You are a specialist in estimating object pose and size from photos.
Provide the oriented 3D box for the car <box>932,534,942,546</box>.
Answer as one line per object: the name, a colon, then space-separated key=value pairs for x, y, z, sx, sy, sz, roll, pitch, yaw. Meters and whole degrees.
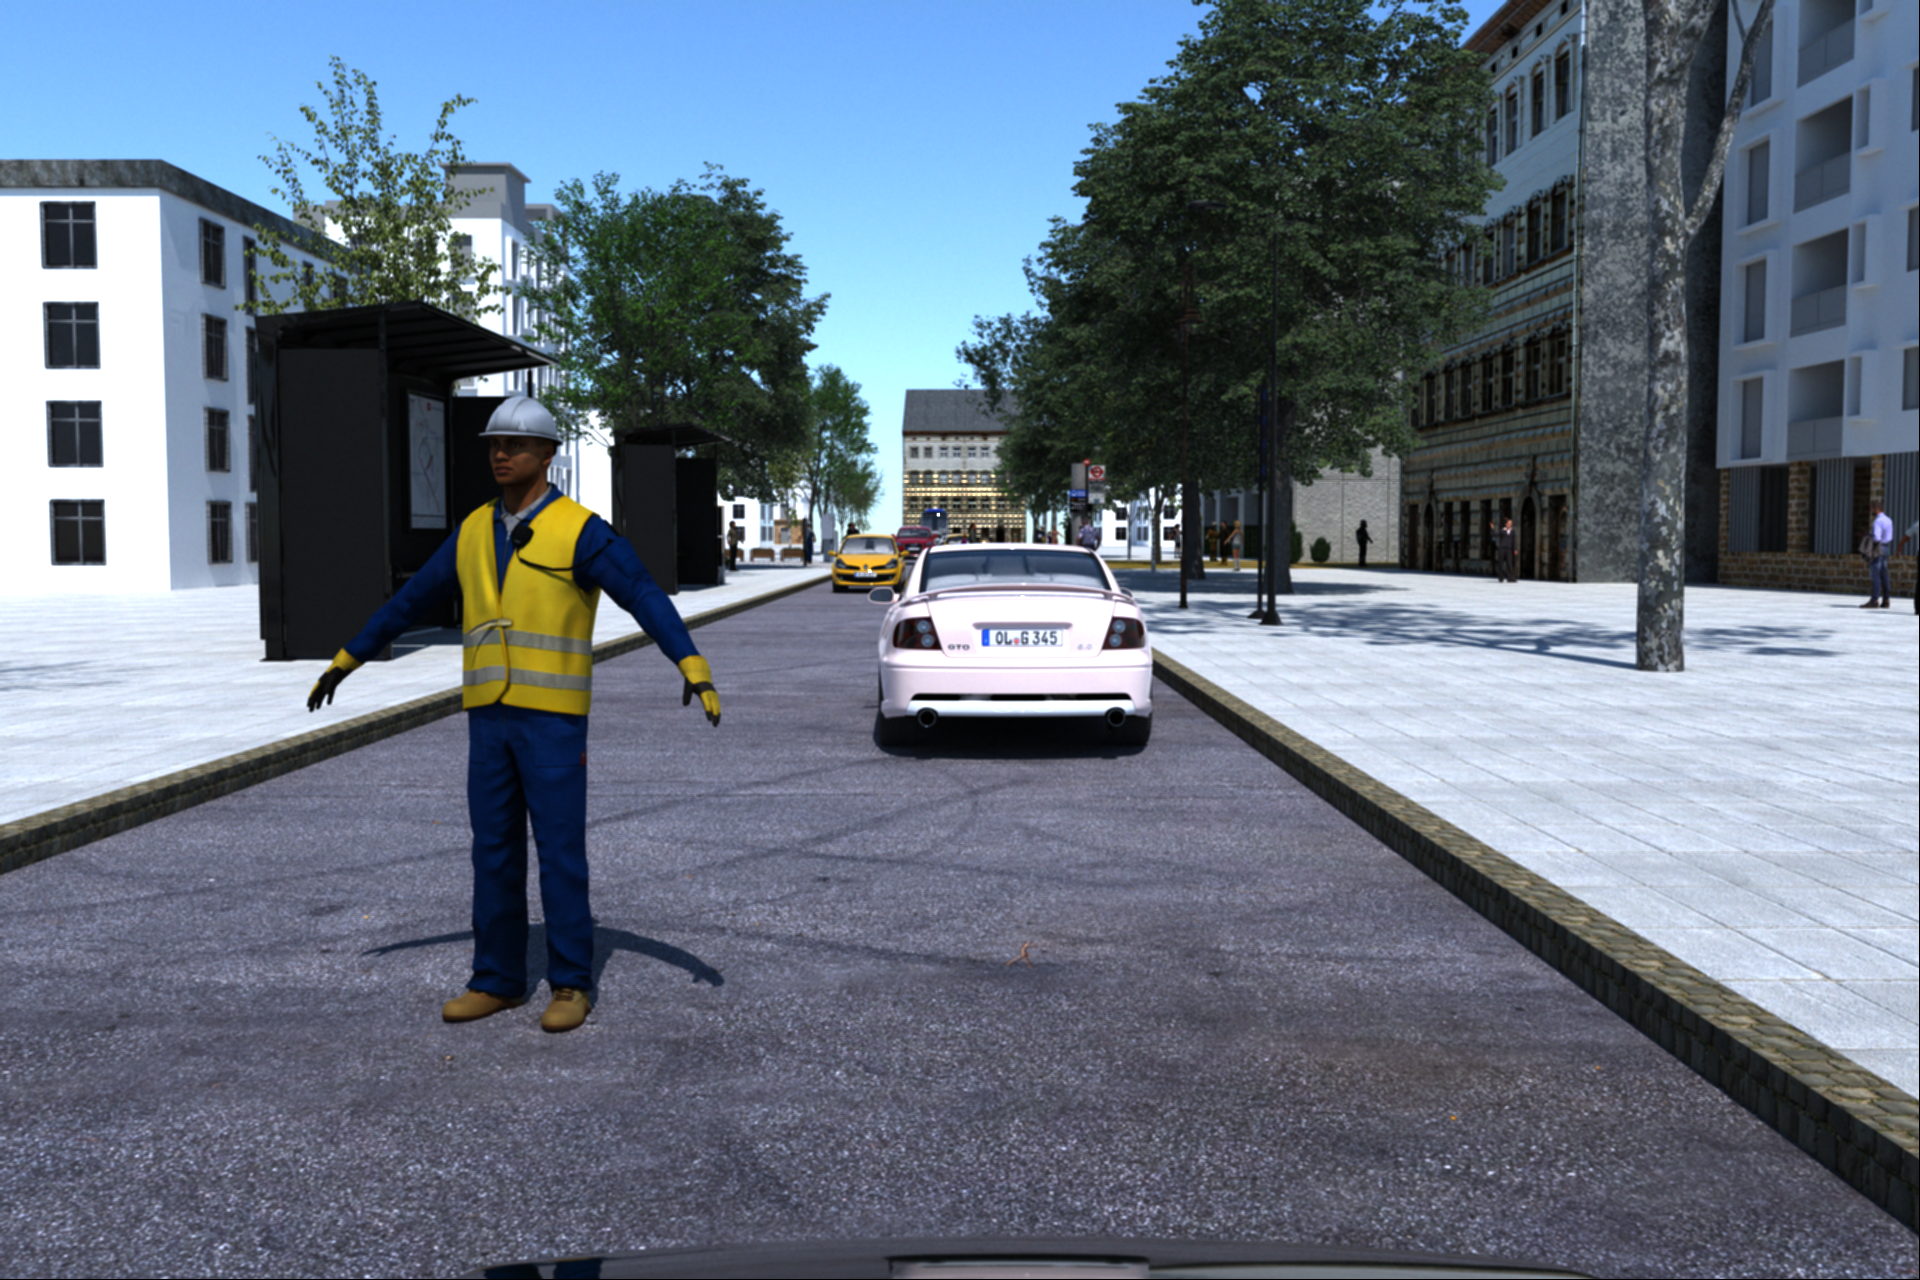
car: x=-2.018 y=-7.034 z=126.811 sx=2.131 sy=1.459 sz=4.920 roll=0 pitch=3 yaw=0

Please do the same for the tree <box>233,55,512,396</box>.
tree: x=-8.856 y=-4.686 z=26.980 sx=4.737 sy=8.622 sz=4.395 roll=0 pitch=3 yaw=0

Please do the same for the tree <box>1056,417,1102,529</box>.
tree: x=7.066 y=-9.393 z=103.932 sx=4.737 sy=8.622 sz=4.395 roll=0 pitch=3 yaw=0

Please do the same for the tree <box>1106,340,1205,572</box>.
tree: x=6.605 y=-6.592 z=58.145 sx=4.737 sy=8.622 sz=4.395 roll=0 pitch=3 yaw=0

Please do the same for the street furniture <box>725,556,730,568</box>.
street furniture: x=-11.921 y=-3.351 z=70.411 sx=5.734 sy=0.657 sz=10.072 roll=0 pitch=4 yaw=-3

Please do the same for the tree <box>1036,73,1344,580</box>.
tree: x=6.643 y=-8.683 z=48.625 sx=9.857 sy=13.997 sz=8.962 roll=0 pitch=3 yaw=0

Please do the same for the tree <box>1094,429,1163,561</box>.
tree: x=7.875 y=-8.020 z=81.497 sx=4.360 sy=8.622 sz=3.978 roll=0 pitch=3 yaw=0

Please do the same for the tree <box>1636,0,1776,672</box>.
tree: x=6.348 y=-9.685 z=14.241 sx=12.611 sy=20.169 sz=13.585 roll=0 pitch=3 yaw=0

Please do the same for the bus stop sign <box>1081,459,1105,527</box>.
bus stop sign: x=4.707 y=-4.446 z=61.403 sx=0.855 sy=3.939 sz=0.416 roll=0 pitch=4 yaw=0

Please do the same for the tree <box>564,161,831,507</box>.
tree: x=-9.134 y=-9.456 z=61.262 sx=9.857 sy=13.997 sz=8.962 roll=0 pitch=3 yaw=0

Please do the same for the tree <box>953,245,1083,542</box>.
tree: x=5.287 y=-15.930 z=116.347 sx=12.611 sy=20.169 sz=13.585 roll=0 pitch=3 yaw=0

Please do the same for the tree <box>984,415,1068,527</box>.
tree: x=7.435 y=-15.918 z=170.623 sx=12.009 sy=13.543 sz=11.850 roll=0 pitch=3 yaw=0

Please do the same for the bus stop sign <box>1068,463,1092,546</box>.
bus stop sign: x=4.472 y=-4.624 z=64.612 sx=0.837 sy=3.901 sz=0.837 roll=0 pitch=4 yaw=-1

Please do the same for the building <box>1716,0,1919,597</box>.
building: x=24.099 y=-11.303 z=41.230 sx=16.016 sy=20.090 sz=11.380 roll=0 pitch=3 yaw=0

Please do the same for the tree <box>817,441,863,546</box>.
tree: x=-8.717 y=-10.963 z=129.614 sx=4.360 sy=8.622 sz=3.978 roll=0 pitch=3 yaw=0

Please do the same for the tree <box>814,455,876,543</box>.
tree: x=-17.799 y=-21.375 z=259.855 sx=12.009 sy=13.543 sz=11.850 roll=0 pitch=3 yaw=0

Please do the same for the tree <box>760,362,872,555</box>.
tree: x=-8.864 y=-10.912 z=104.169 sx=9.928 sy=11.665 sz=9.643 roll=0 pitch=3 yaw=0

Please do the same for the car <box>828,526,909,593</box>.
car: x=-2.270 y=-2.039 z=43.554 sx=2.015 sy=1.641 sz=3.980 roll=0 pitch=3 yaw=0

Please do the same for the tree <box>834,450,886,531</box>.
tree: x=-8.819 y=-11.556 z=139.295 sx=4.360 sy=8.622 sz=3.978 roll=0 pitch=3 yaw=0

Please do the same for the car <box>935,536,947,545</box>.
car: x=-0.296 y=-4.826 z=91.271 sx=2.083 sy=1.381 sz=4.827 roll=0 pitch=4 yaw=-1

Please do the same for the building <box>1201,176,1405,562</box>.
building: x=23.595 y=-13.914 z=93.951 sx=16.747 sy=18.905 sz=31.486 roll=0 pitch=4 yaw=0

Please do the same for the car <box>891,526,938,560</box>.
car: x=-2.177 y=-4.543 z=82.951 sx=2.281 sy=1.827 sz=5.304 roll=0 pitch=4 yaw=0

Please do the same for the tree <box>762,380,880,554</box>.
tree: x=-9.117 y=-11.539 z=114.410 sx=9.928 sy=11.665 sz=9.643 roll=0 pitch=3 yaw=0

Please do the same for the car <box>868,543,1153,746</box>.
car: x=0.335 y=-0.046 z=13.109 sx=2.083 sy=1.381 sz=4.827 roll=0 pitch=4 yaw=-1

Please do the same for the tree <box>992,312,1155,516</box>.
tree: x=6.492 y=-11.465 z=94.102 sx=9.857 sy=13.997 sz=8.962 roll=0 pitch=3 yaw=0

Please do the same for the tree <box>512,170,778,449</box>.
tree: x=-8.874 y=-7.579 z=49.675 sx=9.928 sy=11.665 sz=9.643 roll=0 pitch=3 yaw=0

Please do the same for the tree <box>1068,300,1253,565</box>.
tree: x=8.497 y=-8.996 z=72.839 sx=9.928 sy=11.665 sz=9.643 roll=0 pitch=3 yaw=0

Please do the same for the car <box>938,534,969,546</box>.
car: x=0.038 y=-3.986 z=75.400 sx=2.015 sy=1.641 sz=3.980 roll=0 pitch=4 yaw=0

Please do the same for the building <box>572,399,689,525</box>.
building: x=-23.302 y=-10.924 z=120.759 sx=9.099 sy=9.664 sz=28.070 roll=0 pitch=4 yaw=-1

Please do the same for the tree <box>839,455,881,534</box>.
tree: x=-8.749 y=-12.818 z=159.937 sx=4.360 sy=8.622 sz=3.978 roll=0 pitch=3 yaw=0

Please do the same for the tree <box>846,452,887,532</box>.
tree: x=-8.896 y=-12.096 z=148.127 sx=4.360 sy=8.622 sz=3.978 roll=0 pitch=3 yaw=0

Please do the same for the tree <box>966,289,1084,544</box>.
tree: x=6.566 y=-17.131 z=135.987 sx=12.611 sy=20.169 sz=13.585 roll=0 pitch=3 yaw=0

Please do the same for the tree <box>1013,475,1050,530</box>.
tree: x=7.428 y=-12.972 z=162.452 sx=4.360 sy=8.622 sz=3.978 roll=0 pitch=3 yaw=0

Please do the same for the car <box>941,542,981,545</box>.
car: x=0.060 y=-4.460 z=84.922 sx=2.014 sy=1.417 sz=4.499 roll=0 pitch=4 yaw=-1

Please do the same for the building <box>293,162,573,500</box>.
building: x=-27.943 y=-14.260 z=89.566 sx=16.016 sy=20.090 sz=11.380 roll=0 pitch=4 yaw=0

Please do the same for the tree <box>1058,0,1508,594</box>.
tree: x=6.774 y=-7.978 z=37.100 sx=9.857 sy=13.997 sz=8.962 roll=0 pitch=3 yaw=0

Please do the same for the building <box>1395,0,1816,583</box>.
building: x=25.268 y=-13.611 z=53.477 sx=19.493 sy=23.208 sz=18.063 roll=0 pitch=4 yaw=0

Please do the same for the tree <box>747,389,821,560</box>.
tree: x=-8.683 y=-8.301 z=86.085 sx=4.737 sy=8.622 sz=4.395 roll=0 pitch=3 yaw=0

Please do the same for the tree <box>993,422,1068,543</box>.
tree: x=6.759 y=-13.957 z=153.959 sx=9.928 sy=11.665 sz=9.643 roll=0 pitch=3 yaw=0
